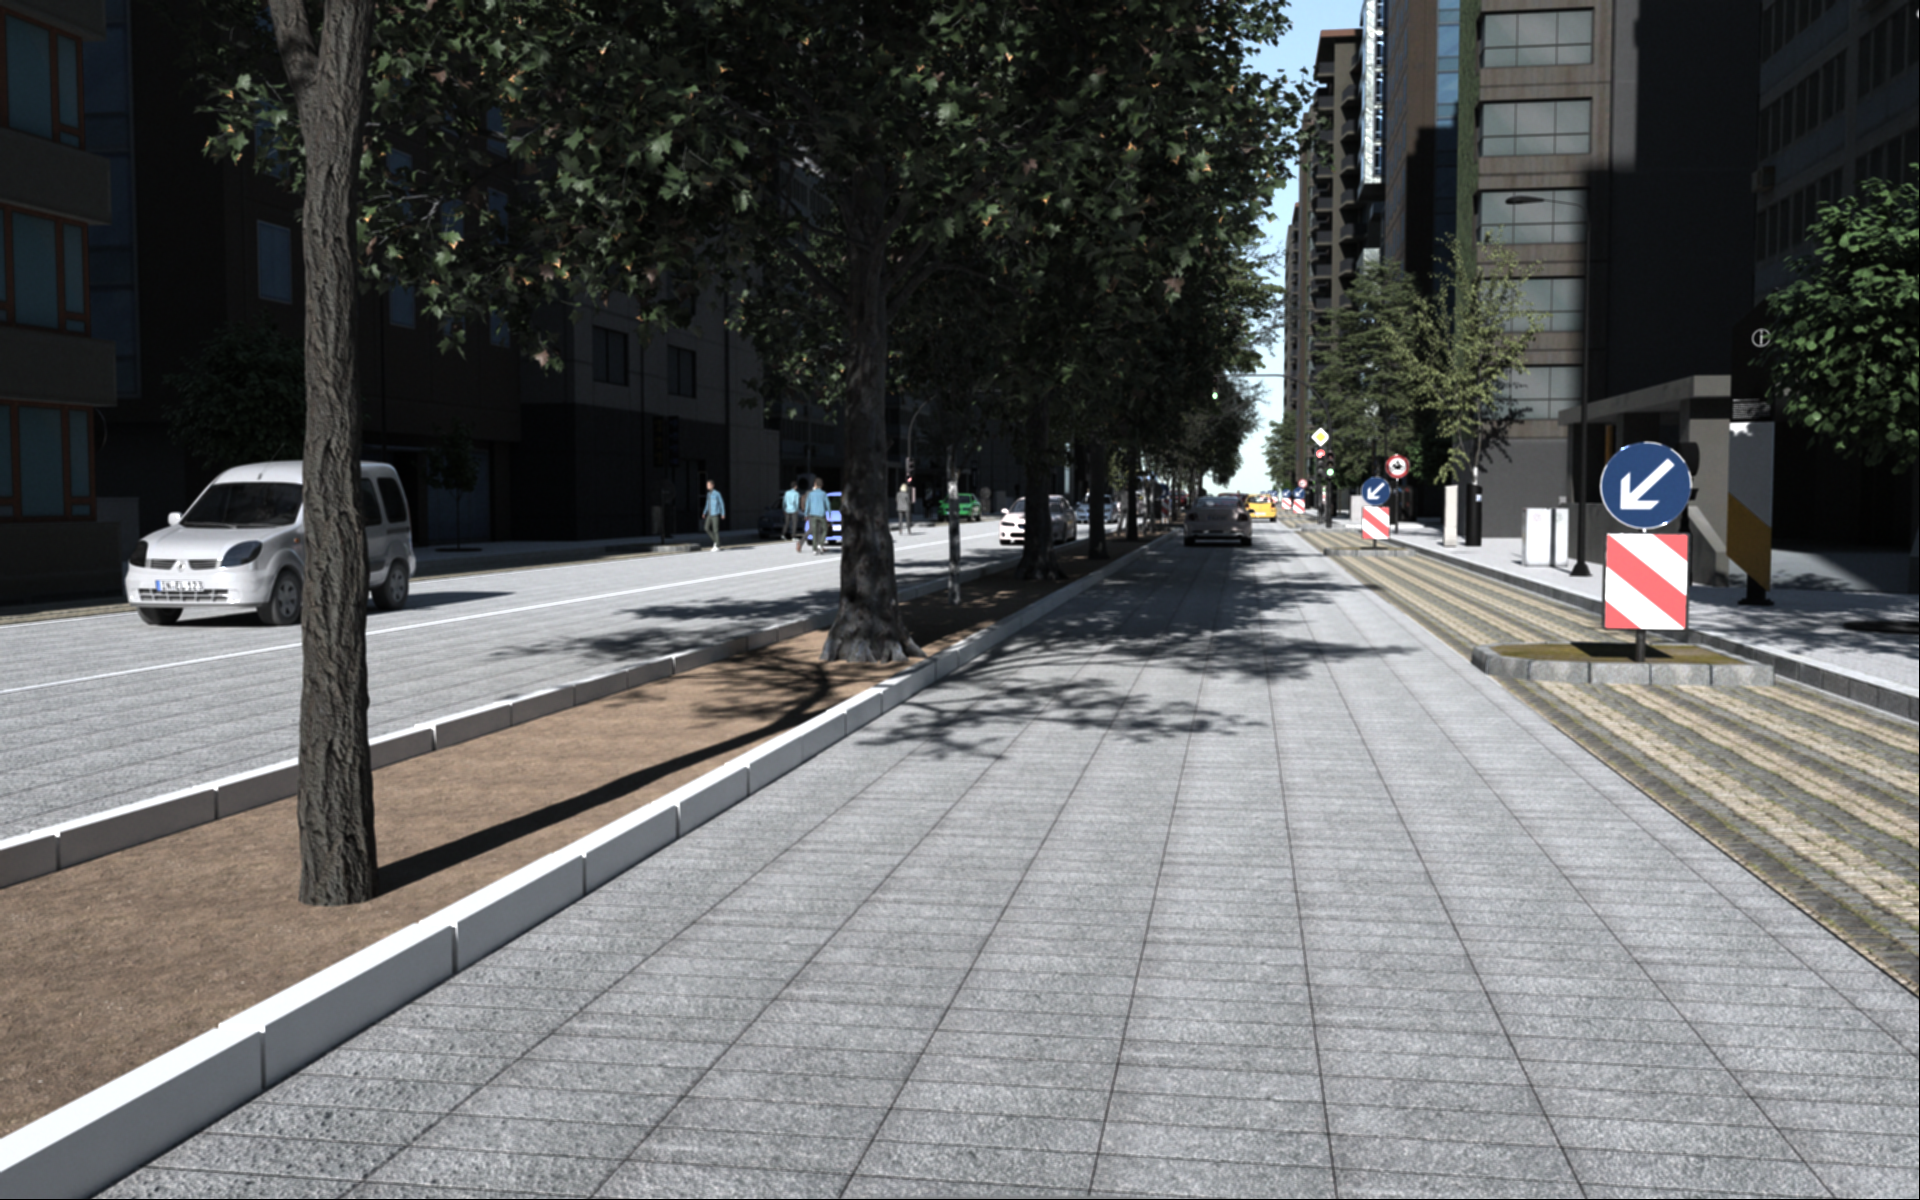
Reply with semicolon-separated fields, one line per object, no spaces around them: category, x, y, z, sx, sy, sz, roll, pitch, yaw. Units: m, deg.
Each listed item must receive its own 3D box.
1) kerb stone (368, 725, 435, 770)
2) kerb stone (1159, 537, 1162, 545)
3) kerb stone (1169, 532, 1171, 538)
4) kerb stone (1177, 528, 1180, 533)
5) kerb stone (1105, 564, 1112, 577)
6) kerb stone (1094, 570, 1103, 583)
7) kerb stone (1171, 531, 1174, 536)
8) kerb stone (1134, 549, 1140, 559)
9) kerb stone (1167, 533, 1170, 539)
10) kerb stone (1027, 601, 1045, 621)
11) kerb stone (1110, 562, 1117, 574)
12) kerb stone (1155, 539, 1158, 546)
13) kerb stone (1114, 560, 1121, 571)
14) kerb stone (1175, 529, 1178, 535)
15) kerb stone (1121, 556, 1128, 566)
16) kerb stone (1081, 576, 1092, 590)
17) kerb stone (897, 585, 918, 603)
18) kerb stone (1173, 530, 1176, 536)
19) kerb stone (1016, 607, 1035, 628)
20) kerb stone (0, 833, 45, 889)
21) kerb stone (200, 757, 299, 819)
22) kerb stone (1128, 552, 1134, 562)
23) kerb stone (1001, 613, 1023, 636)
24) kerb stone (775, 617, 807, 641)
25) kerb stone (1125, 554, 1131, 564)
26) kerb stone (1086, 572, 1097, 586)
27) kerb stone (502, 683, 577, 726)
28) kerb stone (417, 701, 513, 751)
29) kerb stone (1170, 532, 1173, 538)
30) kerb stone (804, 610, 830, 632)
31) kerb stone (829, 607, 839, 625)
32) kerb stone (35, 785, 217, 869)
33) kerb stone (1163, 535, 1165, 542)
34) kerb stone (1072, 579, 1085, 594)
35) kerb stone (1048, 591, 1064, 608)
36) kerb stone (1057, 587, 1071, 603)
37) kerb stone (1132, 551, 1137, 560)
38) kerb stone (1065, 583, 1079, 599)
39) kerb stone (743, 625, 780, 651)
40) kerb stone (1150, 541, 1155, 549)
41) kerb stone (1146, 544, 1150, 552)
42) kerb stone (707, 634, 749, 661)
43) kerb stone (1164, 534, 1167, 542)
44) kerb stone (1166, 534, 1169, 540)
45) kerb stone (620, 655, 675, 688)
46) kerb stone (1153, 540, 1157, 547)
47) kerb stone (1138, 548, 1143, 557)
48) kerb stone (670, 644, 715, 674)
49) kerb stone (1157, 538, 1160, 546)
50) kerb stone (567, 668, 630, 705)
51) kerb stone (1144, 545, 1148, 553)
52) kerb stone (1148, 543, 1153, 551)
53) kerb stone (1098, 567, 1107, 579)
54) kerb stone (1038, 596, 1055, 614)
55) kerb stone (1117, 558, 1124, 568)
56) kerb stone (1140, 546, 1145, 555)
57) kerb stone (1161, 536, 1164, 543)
kerb stone;-3.060;0.811;9.098;0.120;0.150;1.000;1;4;9
kerb stone;5.470;-1.590;48.213;0.120;0.150;1.000;1;4;9
kerb stone;6.458;-1.961;54.295;0.120;0.150;1.000;1;4;9
kerb stone;7.625;-2.392;61.375;0.120;0.150;1.000;1;4;9
kerb stone;2.493;-0.475;29.980;0.120;0.150;1.000;1;4;9
kerb stone;2.161;-0.352;27.958;0.120;0.150;1.000;1;4;9
kerb stone;6.801;-2.087;56.326;0.120;0.150;1.000;1;4;9
kerb stone;3.819;-0.964;38.081;0.120;0.150;1.000;1;4;9
kerb stone;6.300;-1.901;53.277;0.120;0.150;1.000;1;4;9
kerb stone;0.833;0.145;19.854;0.120;0.150;1.000;1;4;9
kerb stone;2.663;-0.532;30.989;0.120;0.150;1.000;1;4;9
kerb stone;5.139;-1.460;46.189;0.120;0.150;1.000;1;4;9
kerb stone;2.825;-0.600;31.998;0.120;0.150;1.000;1;4;9
kerb stone;7.295;-2.266;59.356;0.120;0.150;1.000;1;4;9
kerb stone;3.150;-0.724;34.034;0.120;0.150;1.000;1;4;9
kerb stone;1.831;-0.229;25.939;0.120;0.150;1.000;1;4;9
kerb stone;-0.744;-0.059;23.239;0.120;0.150;1.000;1;4;9
kerb stone;6.971;-2.149;57.334;0.120;0.150;1.000;1;4;9
kerb stone;0.670;0.209;18.845;0.120;0.150;1.000;1;4;9
kerb stone;-3.552;0.988;6.054;0.120;0.150;1.000;1;4;9
kerb stone;-3.224;0.864;8.079;0.120;0.150;1.000;1;4;9
kerb stone;3.478;-0.848;36.054;0.120;0.150;1.000;1;4;9
kerb stone;0.501;0.267;17.836;0.120;0.150;1.000;1;4;9
kerb stone;-1.731;0.307;17.176;0.120;0.150;1.000;1;4;9
kerb stone;3.321;-0.784;35.042;0.120;0.150;1.000;1;4;9
kerb stone;1.994;-0.291;26.948;0.120;0.150;1.000;1;4;9
kerb stone;-2.724;0.678;11.114;0.120;0.150;1.000;1;4;9
kerb stone;-2.887;0.740;10.104;0.120;0.150;1.000;1;4;9
kerb stone;6.633;-2.025;55.310;0.120;0.150;1.000;1;4;9
kerb stone;-1.566;0.245;18.185;0.120;0.150;1.000;1;4;9
kerb stone;-1.403;0.184;19.194;0.120;0.150;1.000;1;4;9
kerb stone;-3.391;0.926;7.070;0.120;0.150;1.000;1;4;9
kerb stone;5.802;-1.715;50.232;0.120;0.150;1.000;1;4;9
kerb stone;1.658;-0.167;24.929;0.120;0.150;1.000;1;4;9
kerb stone;1.166;0.019;21.891;0.120;0.150;1.000;1;4;9
kerb stone;1.329;-0.042;22.901;0.120;0.150;1.000;1;4;9
kerb stone;3.645;-0.910;37.073;0.120;0.150;1.000;1;4;9
kerb stone;1.497;-0.104;23.909;0.120;0.150;1.000;1;4;9
kerb stone;-1.899;0.369;16.168;0.120;0.150;1.000;1;4;9
kerb stone;4.813;-1.343;44.149;0.120;0.150;1.000;1;4;9
kerb stone;4.472;-1.219;42.133;0.120;0.150;1.000;1;4;9
kerb stone;-2.068;0.431;15.155;0.120;0.150;1.000;1;4;9
kerb stone;5.973;-1.777;51.252;0.120;0.150;1.000;1;4;9
kerb stone;6.140;-1.835;52.260;0.120;0.150;1.000;1;4;9
kerb stone;-2.401;0.554;13.133;0.120;0.150;1.000;1;4;9
kerb stone;4.975;-1.405;45.172;0.120;0.150;1.000;1;4;9
kerb stone;3.980;-1.034;39.097;0.120;0.150;1.000;1;4;9
kerb stone;-2.227;0.498;14.144;0.120;0.150;1.000;1;4;9
kerb stone;5.306;-1.528;47.204;0.120;0.150;1.000;1;4;9
kerb stone;-2.562;0.617;12.123;0.120;0.150;1.000;1;4;9
kerb stone;4.314;-1.157;41.118;0.120;0.150;1.000;1;4;9
kerb stone;4.646;-1.278;43.141;0.120;0.150;1.000;1;4;9
kerb stone;2.322;-0.414;28.969;0.120;0.150;1.000;1;4;9
kerb stone;1.000;0.083;20.877;0.120;0.150;1.000;1;4;9
kerb stone;2.991;-0.660;33.024;0.120;0.150;1.000;1;4;9
kerb stone;4.146;-1.095;40.106;0.120;0.150;1.000;1;4;9
kerb stone;5.645;-1.653;49.221;0.120;0.150;1.000;1;4;9
